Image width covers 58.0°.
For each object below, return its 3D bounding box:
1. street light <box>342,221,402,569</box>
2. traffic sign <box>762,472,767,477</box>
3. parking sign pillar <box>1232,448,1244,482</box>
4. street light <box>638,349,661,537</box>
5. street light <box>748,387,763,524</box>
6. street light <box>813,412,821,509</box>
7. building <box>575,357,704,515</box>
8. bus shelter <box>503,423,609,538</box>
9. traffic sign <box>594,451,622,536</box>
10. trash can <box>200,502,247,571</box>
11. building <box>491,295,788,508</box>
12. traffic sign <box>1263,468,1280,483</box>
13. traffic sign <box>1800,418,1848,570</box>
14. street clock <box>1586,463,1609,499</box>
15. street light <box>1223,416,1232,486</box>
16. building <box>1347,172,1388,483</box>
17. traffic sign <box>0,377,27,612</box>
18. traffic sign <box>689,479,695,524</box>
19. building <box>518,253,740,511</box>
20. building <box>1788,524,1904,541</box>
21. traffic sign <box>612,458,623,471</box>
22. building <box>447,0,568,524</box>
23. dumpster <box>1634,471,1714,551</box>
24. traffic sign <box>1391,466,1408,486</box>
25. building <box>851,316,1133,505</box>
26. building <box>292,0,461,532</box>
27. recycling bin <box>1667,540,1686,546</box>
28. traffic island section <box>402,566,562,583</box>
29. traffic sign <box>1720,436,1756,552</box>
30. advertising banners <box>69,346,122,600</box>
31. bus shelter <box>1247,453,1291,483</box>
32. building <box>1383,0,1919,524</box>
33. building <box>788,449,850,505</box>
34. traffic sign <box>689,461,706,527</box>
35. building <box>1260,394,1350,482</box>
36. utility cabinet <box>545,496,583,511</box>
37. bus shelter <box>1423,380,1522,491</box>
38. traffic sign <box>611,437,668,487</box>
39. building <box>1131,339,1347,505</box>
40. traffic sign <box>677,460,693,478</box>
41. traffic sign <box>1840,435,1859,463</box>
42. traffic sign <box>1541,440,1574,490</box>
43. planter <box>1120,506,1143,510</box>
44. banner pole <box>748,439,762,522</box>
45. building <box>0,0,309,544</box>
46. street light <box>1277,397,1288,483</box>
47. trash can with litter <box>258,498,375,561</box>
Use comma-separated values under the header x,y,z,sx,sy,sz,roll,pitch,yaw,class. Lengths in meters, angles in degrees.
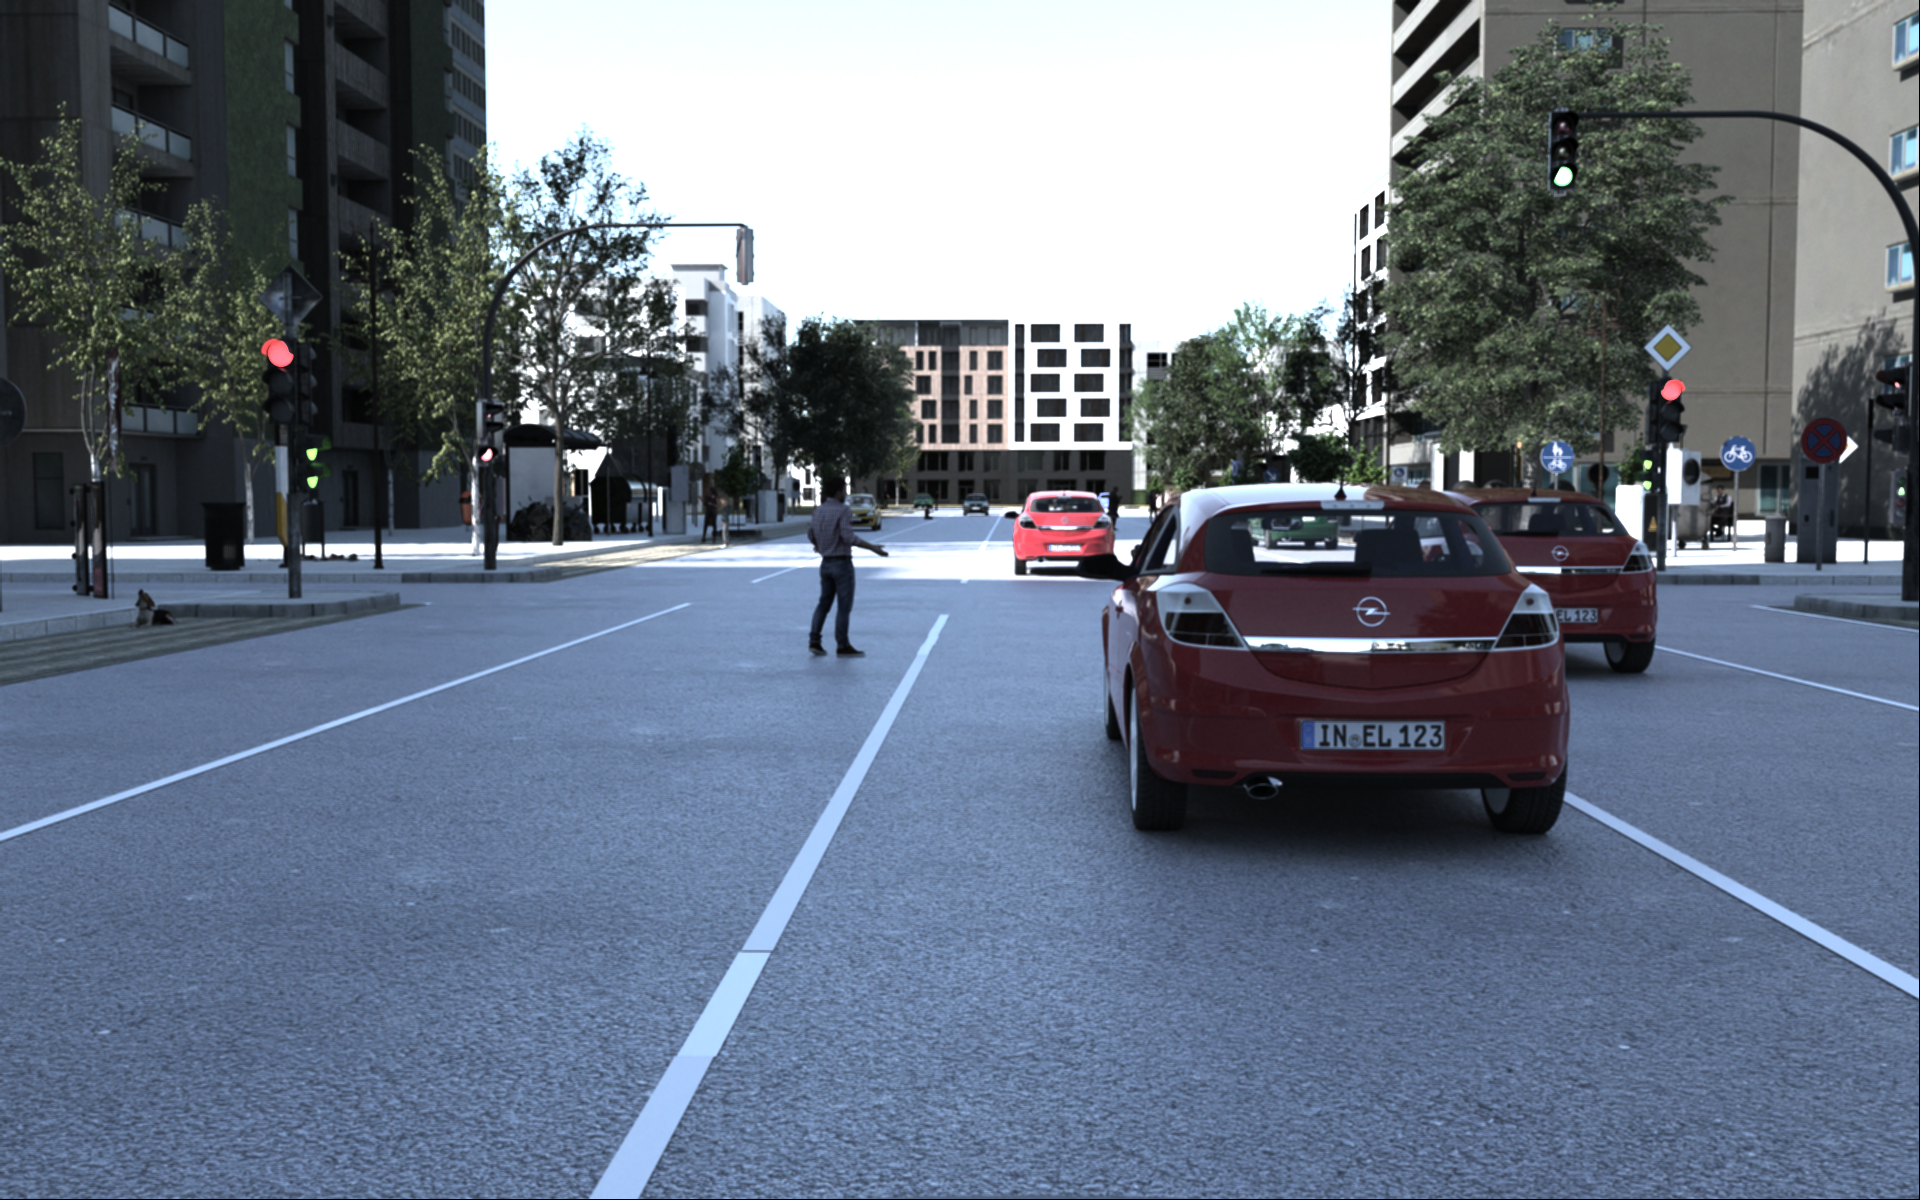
x,y,z,sx,sy,sz,roll,pitch,yaw,class
-9.994,-3.475,29.598,0.468,5.910,1.993,0,4,2,street light
-11.502,-6.095,99.762,0.768,2.556,0.104,1,4,9,traffic sign
16.237,-6.871,100.810,1.447,3.967,1.447,0,4,-6,parking sign pillar
-9.333,-4.849,52.073,0.468,5.910,1.993,0,4,2,street light
-8.689,-6.185,73.906,0.468,5.910,1.993,0,4,2,street light
-7.993,-7.506,95.511,0.468,5.910,1.993,0,4,2,street light
-22.302,-10.893,120.247,9.099,9.664,28.070,0,4,2,building
-12.209,-3.561,52.149,2.014,3.302,5.546,0,4,2,bus shelter
-10.727,-3.228,52.779,0.884,2.594,0.081,0,4,6,traffic sign
-12.374,-1.069,29.137,0.748,1.137,0.748,0,3,0,trash can
-33.000,-18.116,162.646,31.486,18.905,16.747,0,4,2,building
15.074,-5.123,83.866,0.768,2.556,0.104,1,4,9,traffic sign
14.437,-1.769,29.036,0.768,2.556,0.104,0,4,4,traffic sign
15.107,-2.233,41.074,0.471,2.002,0.358,0,4,6,street clock
15.932,-7.986,103.363,0.468,5.910,1.993,0,4,2,street light
41.433,-17.102,123.591,27.936,21.610,32.646,0,4,2,building
-10.451,-1.139,18.732,0.768,2.556,0.104,0,4,7,traffic sign
-11.385,-4.509,73.834,0.768,2.556,0.104,0,4,7,traffic sign
-26.026,-17.328,139.739,16.016,20.091,11.380,0,4,2,building
36.295,-25.956,48.088,21.600,48.544,21.300,0,4,2,building
-12.237,-3.716,60.865,0.768,2.556,0.104,0,4,2,traffic sign
-35.714,-23.729,79.852,32.217,40.220,23.993,0,4,2,building
16.427,-2.087,39.880,1.264,1.857,1.865,0,4,2,dumpster
15.868,-3.700,62.631,0.606,2.300,0.079,1,4,9,traffic sign
3.842,-22.549,212.646,32.646,21.610,27.936,0,4,2,building
-26.935,-17.685,60.857,14.160,30.474,14.107,0,4,2,building
17.647,-1.867,43.084,0.722,1.027,0.722,2,4,28,recycling bin
-7.986,-0.434,29.383,2.009,0.180,2.903,0,4,2,traffic island section
17.142,-2.333,38.250,0.768,2.556,0.104,0,4,2,traffic sign
-10.629,-1.537,21.315,0.090,3.025,2.074,-3,5,-42,advertising banners
18.056,-6.718,101.119,1.731,3.624,6.357,0,4,2,bus shelter
35.680,-28.622,91.667,21.300,48.544,21.600,0,4,2,building
-26.803,-16.025,204.154,28.070,9.664,9.099,0,4,2,building
-10.315,-4.130,67.635,0.768,2.556,0.104,0,4,4,traffic sign
33.389,-13.013,154.903,9.099,9.664,28.070,0,4,2,building
-11.201,-2.317,49.042,1.020,1.237,0.306,1,4,9,utility cabinet
16.846,-4.887,57.540,2.179,5.291,8.768,0,4,2,bus shelter
-11.356,-4.154,61.787,2.265,3.308,0.079,1,4,10,traffic sign
35.729,-20.792,206.414,31.486,18.905,16.747,0,4,2,building
-10.300,-3.923,64.251,0.768,2.556,0.104,0,4,6,traffic sign
16.880,-2.057,33.359,0.795,2.593,0.064,1,4,9,traffic sign
14.166,-2.510,41.146,0.768,2.556,0.104,1,4,8,traffic sign
15.608,-8.339,157.474,1.991,0.319,1.994,0,4,2,planter
-9.330,-5.403,78.363,0.863,3.779,0.401,1,4,20,banner pole
-27.601,-22.192,46.437,14.154,41.232,14.086,0,4,2,building
15.273,-6.665,81.756,0.468,5.910,1.993,0,4,2,street light
-12.242,-1.363,33.345,2.233,1.210,1.678,2,4,24,trash can with litter
